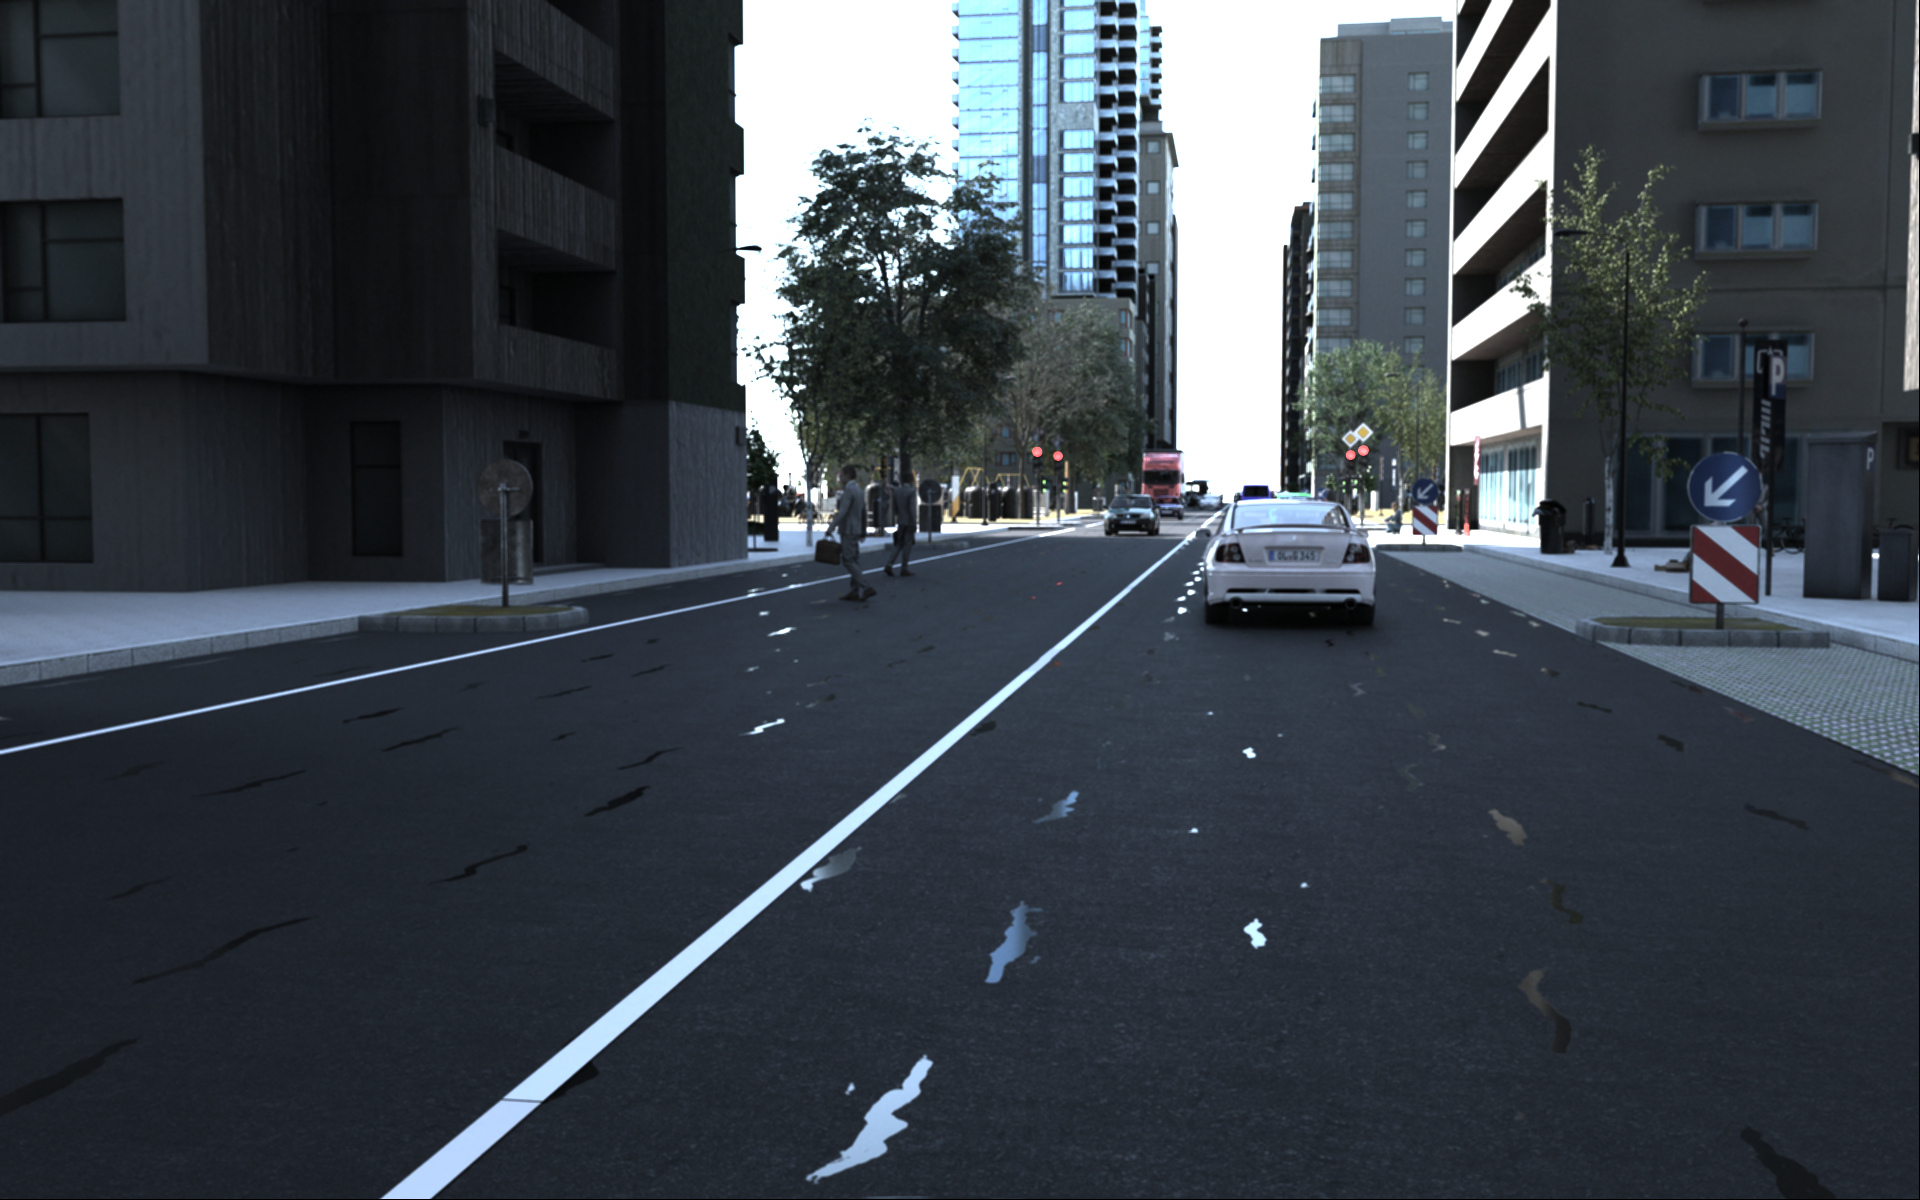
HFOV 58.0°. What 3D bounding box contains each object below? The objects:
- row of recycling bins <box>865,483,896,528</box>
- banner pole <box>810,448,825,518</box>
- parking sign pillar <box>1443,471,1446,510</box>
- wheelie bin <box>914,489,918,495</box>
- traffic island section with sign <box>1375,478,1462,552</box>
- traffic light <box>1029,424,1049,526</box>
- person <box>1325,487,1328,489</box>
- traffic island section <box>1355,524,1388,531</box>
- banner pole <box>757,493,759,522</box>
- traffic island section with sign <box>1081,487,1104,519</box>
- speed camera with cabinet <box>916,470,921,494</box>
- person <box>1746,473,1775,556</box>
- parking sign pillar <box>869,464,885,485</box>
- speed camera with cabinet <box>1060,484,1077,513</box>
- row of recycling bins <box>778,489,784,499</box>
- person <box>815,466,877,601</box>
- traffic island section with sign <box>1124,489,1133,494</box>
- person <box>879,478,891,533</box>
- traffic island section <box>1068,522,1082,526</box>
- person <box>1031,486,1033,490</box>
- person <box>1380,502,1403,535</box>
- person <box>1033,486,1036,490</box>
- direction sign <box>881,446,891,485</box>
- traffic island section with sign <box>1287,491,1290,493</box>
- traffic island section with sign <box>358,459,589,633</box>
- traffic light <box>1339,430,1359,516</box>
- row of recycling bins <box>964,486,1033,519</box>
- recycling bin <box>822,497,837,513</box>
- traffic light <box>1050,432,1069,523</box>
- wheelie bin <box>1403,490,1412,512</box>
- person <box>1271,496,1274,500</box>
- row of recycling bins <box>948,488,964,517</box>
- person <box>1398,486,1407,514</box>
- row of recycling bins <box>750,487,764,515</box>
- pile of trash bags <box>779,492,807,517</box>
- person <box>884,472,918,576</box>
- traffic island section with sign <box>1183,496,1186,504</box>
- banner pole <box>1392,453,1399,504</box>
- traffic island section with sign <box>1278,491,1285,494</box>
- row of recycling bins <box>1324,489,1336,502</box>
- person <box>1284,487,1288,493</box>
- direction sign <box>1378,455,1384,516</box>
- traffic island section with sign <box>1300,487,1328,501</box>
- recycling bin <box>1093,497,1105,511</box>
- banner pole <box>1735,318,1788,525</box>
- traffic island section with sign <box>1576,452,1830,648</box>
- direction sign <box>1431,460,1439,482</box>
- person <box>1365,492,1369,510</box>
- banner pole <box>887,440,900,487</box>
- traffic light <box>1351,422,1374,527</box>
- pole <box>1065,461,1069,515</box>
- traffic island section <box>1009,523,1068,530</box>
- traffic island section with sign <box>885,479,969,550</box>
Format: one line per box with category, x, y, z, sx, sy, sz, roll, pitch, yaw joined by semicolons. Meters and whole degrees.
row of recycling bins;-3.122;-3.690;67.436;1.069;1.692;3.534;0;4;5
banner pole;-7.675;-6.302;93.058;0.863;3.779;0.401;-2;4;-23
parking sign pillar;38.854;-9.114;137.483;1.447;3.967;1.447;-3;5;-44
wheelie bin;-3.255;-6.607;115.925;0.980;1.594;0.693;-1;4;-13
traffic island section with sign;11.536;-2.144;43.687;1.989;1.847;2.006;1;4;9
traffic light;3.169;-4.955;69.936;0.839;4.253;0.868;1;4;9
person;28.542;-7.896;135.006;0.748;1.841;0.638;-3;5;-40
traffic island section;15.807;-2.798;68.023;2.009;0.180;2.903;1;4;9
banner pole;-7.665;-4.675;66.450;0.401;3.779;0.863;1;4;13
traffic island section with sign;8.062;-5.616;100.451;1.989;1.847;2.006;1;4;9
speed camera with cabinet;-3.297;-9.151;143.949;0.660;3.252;2.038;0;4;6
person;16.517;-1.801;35.770;0.520;1.790;0.573;0;4;-1
parking sign pillar;-7.153;-9.805;148.788;1.447;3.967;1.447;1;4;13
speed camera with cabinet;7.529;-7.746;120.981;0.660;3.252;2.038;2;4;29
row of recycling bins;-13.995;-7.436;128.683;3.534;1.692;1.069;1;4;20
person;-1.496;-0.901;23.357;0.853;1.813;0.709;1;4;14
traffic island section with sign;12.381;-7.244;127.059;1.989;1.847;2.006;1;4;9
person;-2.443;-3.108;57.047;0.526;1.800;0.537;3;4;38
traffic island section;4.411;-3.405;77.960;2.009;0.180;2.903;1;4;9
person;4.390;-6.121;106.303;0.721;1.800;0.419;3;5;42
person;14.988;-2.817;60.062;0.738;1.151;1.012;1;4;10
person;4.328;-5.765;100.718;0.576;1.772;0.534;0;4;4
direction sign;-3.260;-5.429;80.754;0.876;3.537;0.379;0;3;0
traffic island section with sign;24.766;-7.126;125.143;1.989;1.847;2.006;1;4;9
traffic island section with sign;-5.173;-0.628;18.895;1.989;1.847;2.006;1;4;9
traffic light;17.048;-5.314;75.797;0.839;4.253;0.868;1;4;9
row of recycling bins;2.168;-5.139;91.137;3.534;1.692;1.069;-1;4;-18
recycling bin;-9.238;-6.627;120.901;0.722;1.027;0.722;2;4;32
traffic light;4.449;-5.437;77.819;0.839;4.253;0.868;1;4;9
wheelie bin;31.570;-7.026;122.785;0.980;1.594;0.693;1;4;23
person;20.326;-6.427;113.935;0.721;1.781;0.623;0;4;-4
row of recycling bins;1.057;-5.578;98.315;3.534;1.692;1.069;-1;4;-15
person;28.302;-6.414;111.005;0.767;1.812;0.694;-2;4;-28
row of recycling bins;-13.517;-6.088;106.644;3.534;1.692;1.069;-1;4;-20
pile of trash bags;-9.219;-5.317;96.689;1.912;1.369;3.447;0;4;6
person;-0.952;-1.337;30.475;0.709;1.813;0.853;3;5;42
traffic island section with sign;37.963;-16.879;284.597;1.989;1.847;2.006;1;4;9
banner pole;26.228;-6.992;104.341;0.401;3.779;0.863;-1;4;-19
traffic island section with sign;37.079;-11.772;201.096;1.989;1.847;2.006;1;4;9
row of recycling bins;28.242;-7.682;132.716;1.069;1.692;3.534;1;4;11
person;19.794;-5.935;105.394;0.748;1.841;0.638;-1;4;-16
direction sign;24.795;-6.719;101.860;0.379;3.537;0.876;0;4;1
traffic island section with sign;20.440;-5.499;98.536;1.989;1.847;2.006;1;4;9
recycling bin;10.306;-7.079;128.300;0.722;1.027;0.722;-1;4;-16
banner pole;11.394;-2.126;24.777;0.863;3.779;0.401;0;4;3
traffic island section with sign;7.205;-0.516;17.068;1.989;1.847;2.006;1;4;9
direction sign;31.274;-7.468;114.099;0.379;3.537;0.876;-1;4;-17
person;33.066;-8.241;141.034;0.529;1.795;0.600;0;4;2
banner pole;-2.756;-4.954;71.017;0.863;3.779;0.401;1;4;22
traffic light;15.769;-4.831;67.915;0.839;4.253;0.868;1;4;9
pole;6.650;-6.959;107.627;0.158;3.312;0.155;0;3;0
traffic island section;3.131;-2.923;70.077;2.009;0.180;2.903;1;4;9
traffic island section with sign;-0.821;-2.267;45.695;1.989;1.847;2.006;1;4;9
